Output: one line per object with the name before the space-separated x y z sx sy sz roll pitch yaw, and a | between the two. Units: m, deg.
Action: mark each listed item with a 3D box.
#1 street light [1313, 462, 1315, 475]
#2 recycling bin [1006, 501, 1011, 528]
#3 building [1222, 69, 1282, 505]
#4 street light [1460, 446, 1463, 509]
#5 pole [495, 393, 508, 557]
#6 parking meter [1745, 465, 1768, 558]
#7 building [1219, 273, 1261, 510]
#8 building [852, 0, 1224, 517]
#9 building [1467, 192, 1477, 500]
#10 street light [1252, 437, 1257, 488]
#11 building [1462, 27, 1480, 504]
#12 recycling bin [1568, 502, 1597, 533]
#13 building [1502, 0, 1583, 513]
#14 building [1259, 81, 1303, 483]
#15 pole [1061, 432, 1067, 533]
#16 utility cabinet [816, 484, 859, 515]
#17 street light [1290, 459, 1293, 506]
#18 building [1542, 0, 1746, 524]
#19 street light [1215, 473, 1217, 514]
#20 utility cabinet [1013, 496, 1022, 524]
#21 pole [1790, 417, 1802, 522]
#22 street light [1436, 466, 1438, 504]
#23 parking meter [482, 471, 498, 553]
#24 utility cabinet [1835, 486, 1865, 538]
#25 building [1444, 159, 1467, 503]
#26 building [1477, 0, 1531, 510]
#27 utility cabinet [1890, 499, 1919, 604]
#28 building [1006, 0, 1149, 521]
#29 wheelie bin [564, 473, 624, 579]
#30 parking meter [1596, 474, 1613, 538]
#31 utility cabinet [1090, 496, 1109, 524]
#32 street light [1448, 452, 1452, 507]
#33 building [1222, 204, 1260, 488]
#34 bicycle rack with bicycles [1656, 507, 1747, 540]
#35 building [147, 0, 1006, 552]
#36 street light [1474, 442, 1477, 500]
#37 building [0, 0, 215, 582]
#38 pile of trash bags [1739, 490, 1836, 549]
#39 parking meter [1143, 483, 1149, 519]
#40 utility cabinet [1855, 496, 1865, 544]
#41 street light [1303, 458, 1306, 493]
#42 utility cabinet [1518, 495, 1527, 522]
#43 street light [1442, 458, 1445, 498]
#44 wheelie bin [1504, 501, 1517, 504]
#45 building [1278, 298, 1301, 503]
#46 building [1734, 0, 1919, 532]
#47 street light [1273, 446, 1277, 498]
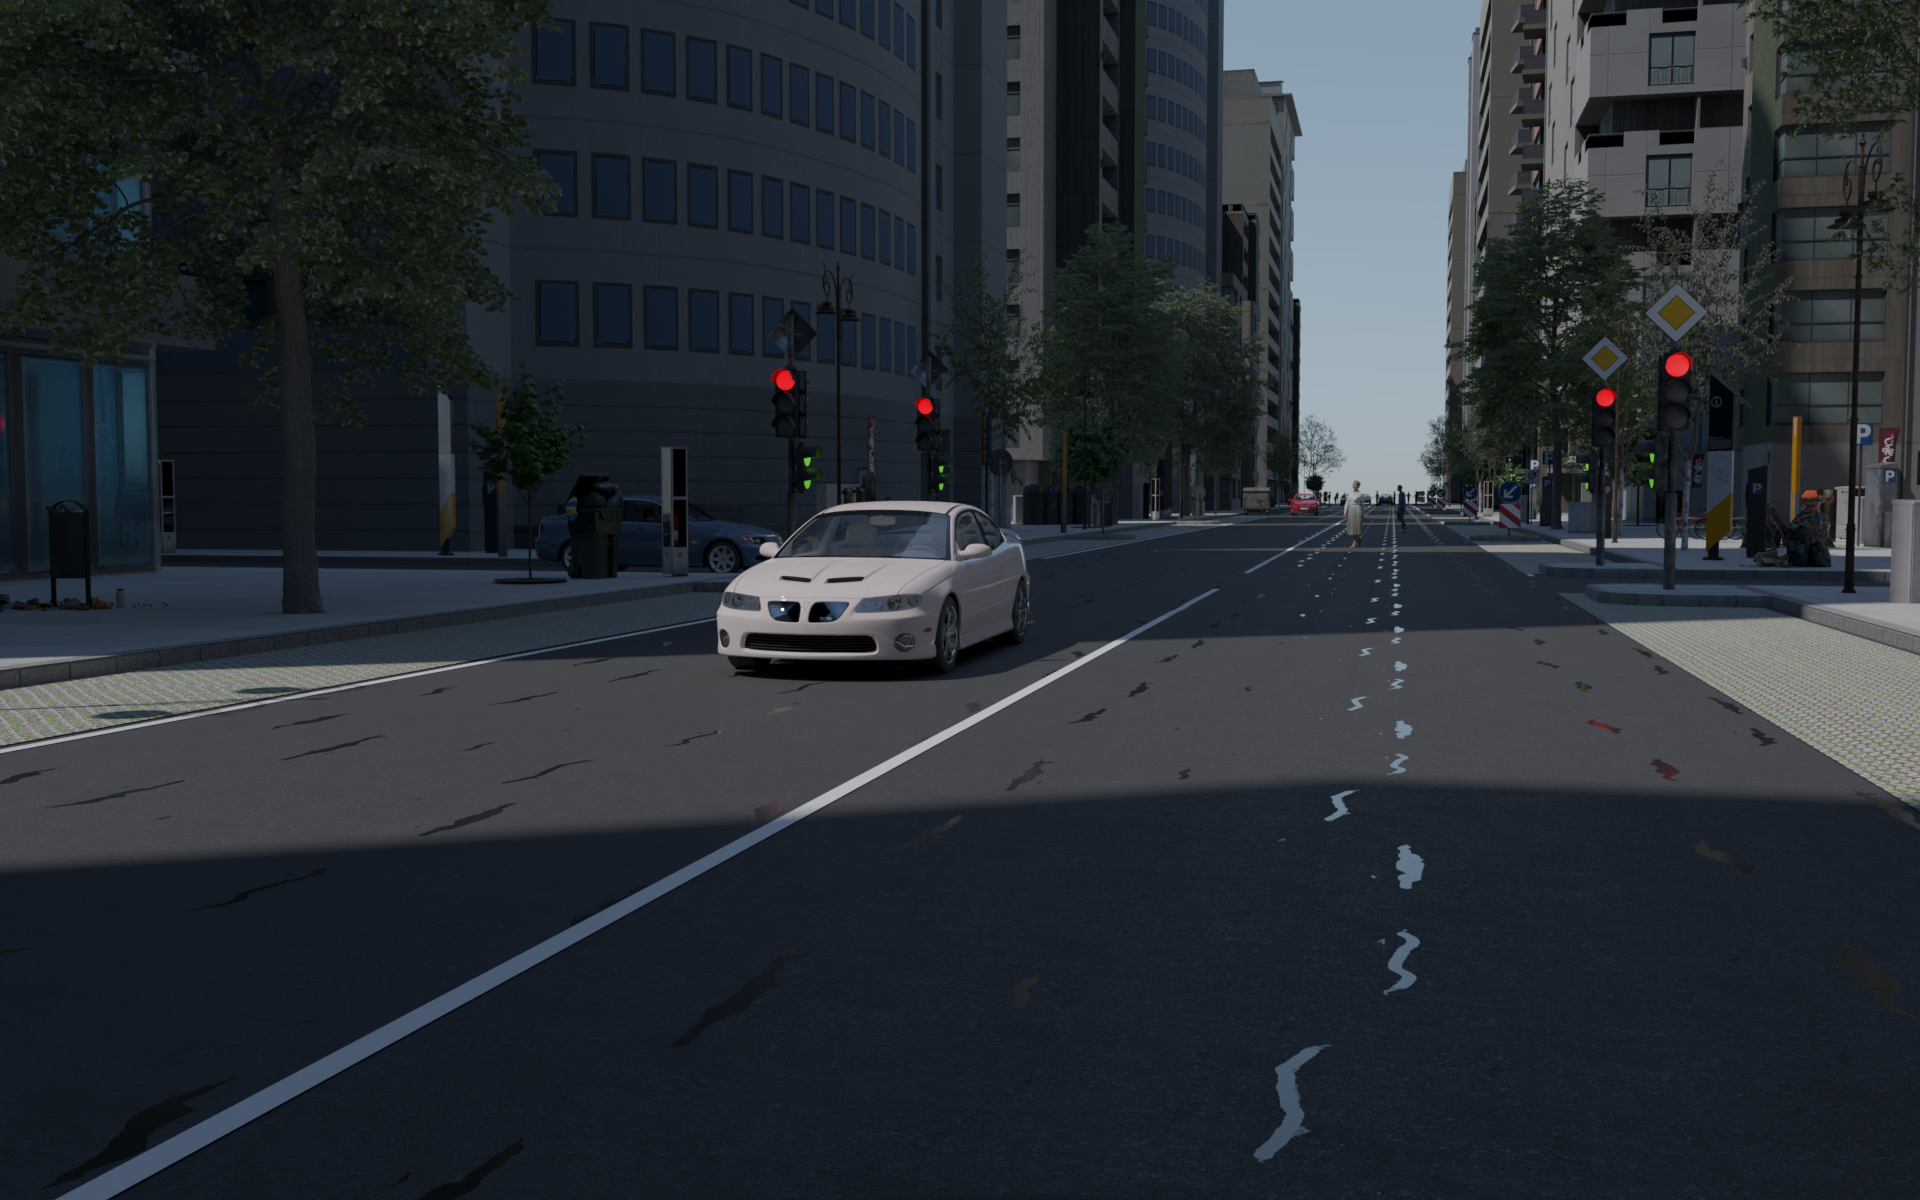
street light | 50.447 -16.755 246.734 0.468 5.910 1.993 1 4 14
recycling bin | 1.447 -3.214 65.099 0.722 1.027 0.722 -2 4 -32
building | 26.199 -35.473 203.687 21.300 48.544 21.600 1 4 14
street light | 43.132 -10.770 148.871 0.468 5.910 1.993 1 4 14
pole | -9.317 -2.528 35.183 0.158 3.312 0.155 0 3 0
parking meter | 15.994 -1.779 34.805 0.399 1.863 0.255 2 4 26
building | 11.411 -18.830 152.904 27.650 21.520 28.899 1 4 14
building | 6.858 -35.568 123.533 21.231 58.520 28.212 1 4 14
building | 56.143 -24.110 165.895 14.160 30.474 14.107 1 4 14
street light | 23.154 -10.045 137.019 0.468 5.910 1.993 1 4 14
building | 74.660 -41.382 218.586 21.231 58.520 28.212 1 4 14
recycling bin | 20.478 -2.716 56.962 0.722 1.027 0.722 3 5 42
building | 50.623 -28.603 122.276 22.147 44.769 28.867 1 4 14
building | 29.683 -39.087 228.313 28.713 52.752 27.495 1 4 14
pole | 3.408 -3.854 56.852 0.158 3.312 0.155 0 3 0
utility cabinet | -2.707 -1.811 38.287 0.318 1.500 1.173 2 4 35
street light | 36.266 -13.271 189.763 0.468 5.910 1.993 1 4 14
building | 44.157 -30.342 85.334 28.713 52.752 27.495 1 4 14
street light | 16.097 -8.326 108.914 0.468 5.910 1.993 1 4 14
utility cabinet | 2.837 -3.928 75.383 1.020 1.237 0.306 -1 4 -20
pole | 22.083 -3.175 45.759 0.158 3.312 0.155 0 3 0
street light | 62.615 -15.558 227.153 0.468 5.910 1.993 1 4 14
parking meter | -10.137 -1.951 37.610 0.399 1.863 0.255 1 4 9
utility cabinet | 25.249 -2.478 49.198 0.318 1.500 1.173 0 4 0
building | 79.915 -37.950 244.186 21.300 48.544 21.600 1 4 14
building | 55.441 -32.015 147.152 21.300 48.544 21.600 1 4 14
utility cabinet | 11.505 -0.575 20.560 1.020 1.237 0.306 -2 4 -27
building | 1.434 -19.261 86.620 14.160 30.474 14.107 1 4 14
wheelie bin | -5.544 -1.132 26.420 0.693 1.594 0.980 2 4 30
parking meter | 18.747 -2.731 50.371 0.399 1.863 0.255 -2 4 -23
utility cabinet | 6.008 -3.935 75.500 1.020 1.237 0.306 -2 4 -32
street light | 50.131 -12.508 177.294 0.468 5.910 1.993 1 4 14
building | 22.149 -24.515 172.528 14.160 30.474 14.107 1 4 14
bicycle rack with bicycles | 21.428 -2.179 49.012 2.925 0.926 2.852 2 4 30
building | -11.852 -31.151 51.319 21.231 58.520 28.212 1 4 14
street light | 35.885 -9.022 120.298 0.468 5.910 1.993 1 4 14
building | -27.777 -24.536 20.772 30.456 49.044 23.786 1 4 14
pile of trash bags | 20.186 -1.963 41.850 1.912 1.369 3.447 3 5 39
parking meter | 9.620 -5.126 89.523 0.255 1.863 0.399 -1 4 -9
utility cabinet | 23.553 -2.061 44.860 1.020 1.237 0.306 -2 4 -28
street light | 43.373 -15.005 218.115 0.468 5.910 1.993 1 4 14
utility cabinet | 25.548 -4.126 78.623 0.306 1.237 1.020 1 4 10
street light | 55.602 -13.846 199.174 0.468 5.910 1.993 1 4 14
wheelie bin | 32.813 -5.824 103.134 0.980 1.594 0.693 -3 5 -44
building | 41.102 -29.104 247.549 14.160 30.474 14.107 1 4 14
building | 33.657 -17.504 57.886 14.160 30.474 14.107 1 4 14
street light | 30.106 -11.783 165.436 0.468 5.910 1.993 1 4 14
